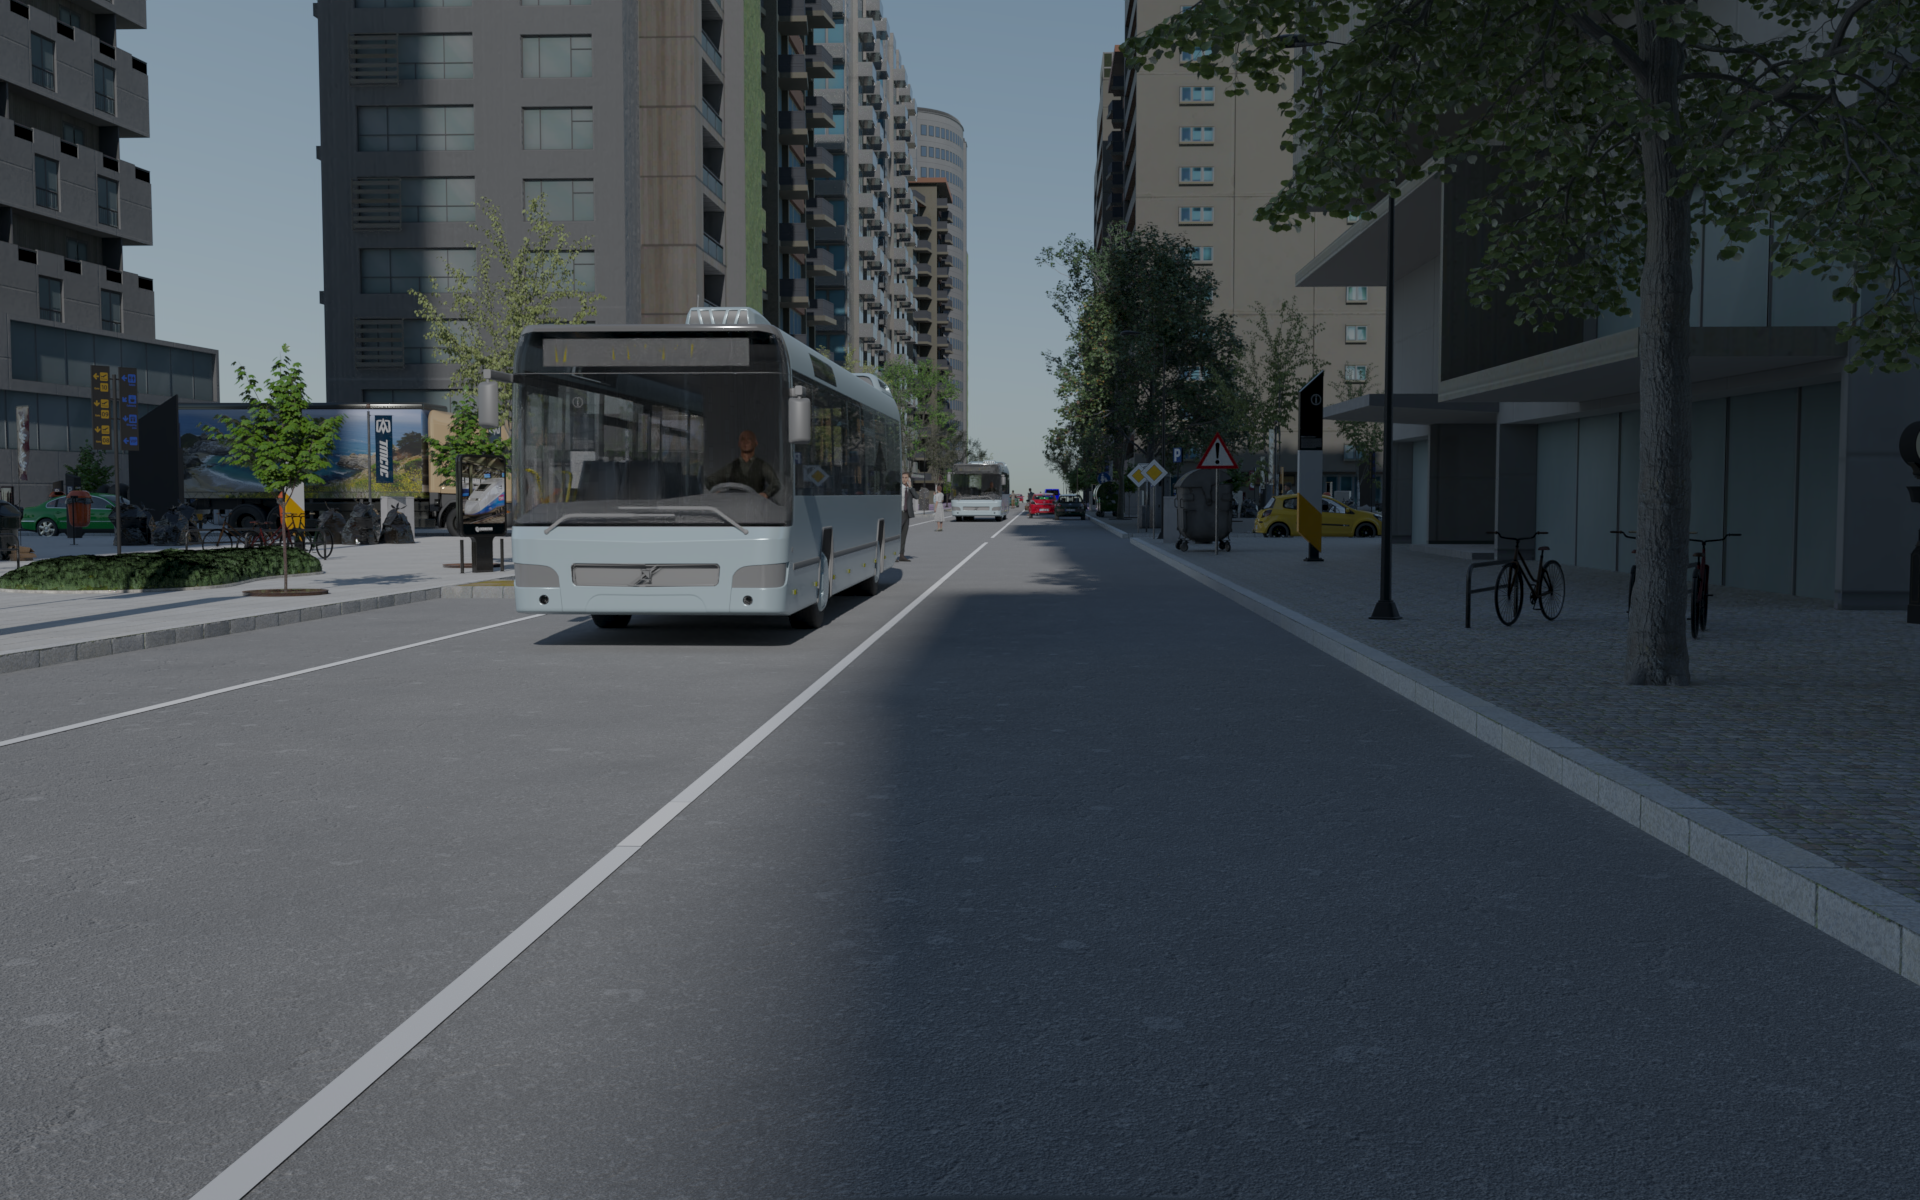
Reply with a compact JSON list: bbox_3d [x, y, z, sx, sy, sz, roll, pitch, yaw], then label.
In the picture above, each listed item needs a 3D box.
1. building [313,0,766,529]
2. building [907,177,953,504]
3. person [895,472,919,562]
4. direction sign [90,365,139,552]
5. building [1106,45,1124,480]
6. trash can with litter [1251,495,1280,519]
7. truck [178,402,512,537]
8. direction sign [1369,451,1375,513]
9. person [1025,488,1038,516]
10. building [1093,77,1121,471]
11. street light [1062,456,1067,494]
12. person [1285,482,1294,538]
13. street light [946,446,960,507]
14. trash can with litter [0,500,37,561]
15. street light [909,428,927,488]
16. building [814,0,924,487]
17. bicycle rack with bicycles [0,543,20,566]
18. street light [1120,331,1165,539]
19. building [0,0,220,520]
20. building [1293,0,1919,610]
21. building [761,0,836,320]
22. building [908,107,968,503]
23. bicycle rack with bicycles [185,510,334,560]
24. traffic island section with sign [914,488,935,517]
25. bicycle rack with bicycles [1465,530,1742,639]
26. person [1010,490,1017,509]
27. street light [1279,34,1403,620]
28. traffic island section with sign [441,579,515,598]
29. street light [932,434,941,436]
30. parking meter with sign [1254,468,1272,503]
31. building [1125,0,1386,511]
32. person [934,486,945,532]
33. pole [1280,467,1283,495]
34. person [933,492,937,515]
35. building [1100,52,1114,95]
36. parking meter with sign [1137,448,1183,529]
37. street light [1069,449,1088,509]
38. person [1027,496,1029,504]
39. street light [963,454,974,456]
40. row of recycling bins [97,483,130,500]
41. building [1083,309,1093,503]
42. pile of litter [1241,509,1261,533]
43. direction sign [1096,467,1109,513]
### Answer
[{"bbox_3d":[-15.754,-23.516,68.087,14.154,41.232,14.086,0,4,3],"label":"building"},{"bbox_3d":[-12.324,-35.435,233.986,22.147,44.769,28.867,0,4,3],"label":"building"},{"bbox_3d":[-1.191,-1.758,36.608,0.648,1.900,0.474,-2,4,-32],"label":"person"},{"bbox_3d":[-15.012,-2.375,30.832,0.379,3.537,0.876,2,4,30],"label":"direction sign"},{"bbox_3d":[25.457,-31.412,168.203,22.147,44.769,28.867,0,4,3],"label":"building"},{"bbox_3d":[15.870,-4.709,88.043,2.233,1.210,1.678,1,4,13],"label":"trash can with litter"},{"bbox_3d":[-18.629,-3.995,54.225,11.283,4.237,2.839,0,4,1],"label":"truck"},{"bbox_3d":[21.759,-6.085,91.487,0.379,3.537,0.876,0,4,-6],"label":"direction sign"},{"bbox_3d":[4.680,-6.418,113.399,0.822,1.834,0.622,3,4,38],"label":"person"},{"bbox_3d":[26.175,-34.836,193.270,21.300,48.544,21.600,0,4,3],"label":"building"},{"bbox_3d":[11.473,-12.518,177.208,1.470,5.913,1.316,0,4,3],"label":"street light"},{"bbox_3d":[10.306,-2.809,54.602,0.466,1.800,0.511,1,4,11],"label":"person"},{"bbox_3d":[-0.723,-11.870,166.612,1.470,5.913,1.316,0,4,3],"label":"street light"},{"bbox_3d":[-18.234,-1.346,33.393,1.055,1.170,0.624,2,4,26],"label":"trash can with litter"},{"bbox_3d":[-2.980,-9.091,121.183,1.470,5.913,1.316,0,4,3],"label":"street light"},{"bbox_3d":[-16.084,-34.239,179.420,23.786,49.044,30.456,0,4,3],"label":"building"},{"bbox_3d":[-17.407,-0.958,29.039,2.852,0.926,2.925,2,4,31],"label":"bicycle rack with bicycles"},{"bbox_3d":[5.262,-4.700,49.382,1.470,5.913,1.316,0,4,3],"label":"street light"},{"bbox_3d":[-52.331,-29.671,74.354,27.495,52.752,28.713,0,4,3],"label":"building"},{"bbox_3d":[21.450,-27.000,30.685,28.713,52.752,27.495,0,4,3],"label":"building"},{"bbox_3d":[-19.046,-27.219,99.660,22.147,44.769,28.867,0,4,3],"label":"building"},{"bbox_3d":[-10.065,-44.035,261.977,21.231,58.520,28.212,0,4,3],"label":"building"},{"bbox_3d":[-13.323,-1.220,33.334,2.852,0.926,2.925,2,4,32],"label":"bicycle rack with bicycles"},{"bbox_3d":[-2.167,-6.027,107.162,1.989,1.847,2.006,0,4,3],"label":"traffic island section with sign"},{"bbox_3d":[6.269,-0.214,16.879,2.852,0.926,2.925,2,4,33],"label":"bicycle rack with bicycles"},{"bbox_3d":[5.167,-9.850,169.556,1.348,1.824,0.705,-3,5,-43],"label":"person"},{"bbox_3d":[3.831,-2.759,17.647,1.470,5.913,1.316,0,4,3],"label":"street light"},{"bbox_3d":[-6.135,-0.987,24.767,1.989,1.847,2.006,0,4,3],"label":"traffic island section with sign"},{"bbox_3d":[-2.217,-9.932,134.922,1.470,5.913,1.316,0,4,3],"label":"street light"},{"bbox_3d":[20.148,-7.176,113.582,1.738,3.016,0.543,1,4,14],"label":"parking meter with sign"},{"bbox_3d":[24.568,-31.699,141.982,21.300,48.544,21.600,0,4,3],"label":"building"},{"bbox_3d":[-0.856,-3.505,66.380,0.524,1.755,0.480,2,4,35],"label":"person"},{"bbox_3d":[24.292,-8.374,130.764,0.158,3.312,0.155,0,3,0],"label":"pole"},{"bbox_3d":[-1.712,-6.715,120.102,0.330,1.601,0.589,2,4,25],"label":"person"},{"bbox_3d":[30.759,-51.461,279.635,20.563,71.187,20.611,0,4,3],"label":"building"},{"bbox_3d":[7.475,-4.196,64.861,1.738,3.016,0.543,-2,4,-27],"label":"parking meter with sign"},{"bbox_3d":[10.032,-10.544,144.928,1.470,5.913,1.316,0,4,3],"label":"street light"},{"bbox_3d":[9.656,-14.343,244.473,0.415,1.643,0.593,0,4,4],"label":"person"},{"bbox_3d":[0.863,-13.846,198.917,1.470,5.913,1.316,0,4,3],"label":"street light"},{"bbox_3d":[-31.209,-3.559,65.301,3.534,1.692,1.069,1,4,14],"label":"row of recycling bins"},{"bbox_3d":[25.730,-30.076,263.447,14.160,30.474,14.107,0,4,3],"label":"building"},{"bbox_3d":[10.151,-2.638,57.100,1.719,0.858,1.176,3,5,39],"label":"pile of litter"},{"bbox_3d":[8.956,-7.140,108.741,0.876,3.537,0.379,-2,4,-25],"label":"direction sign"}]
